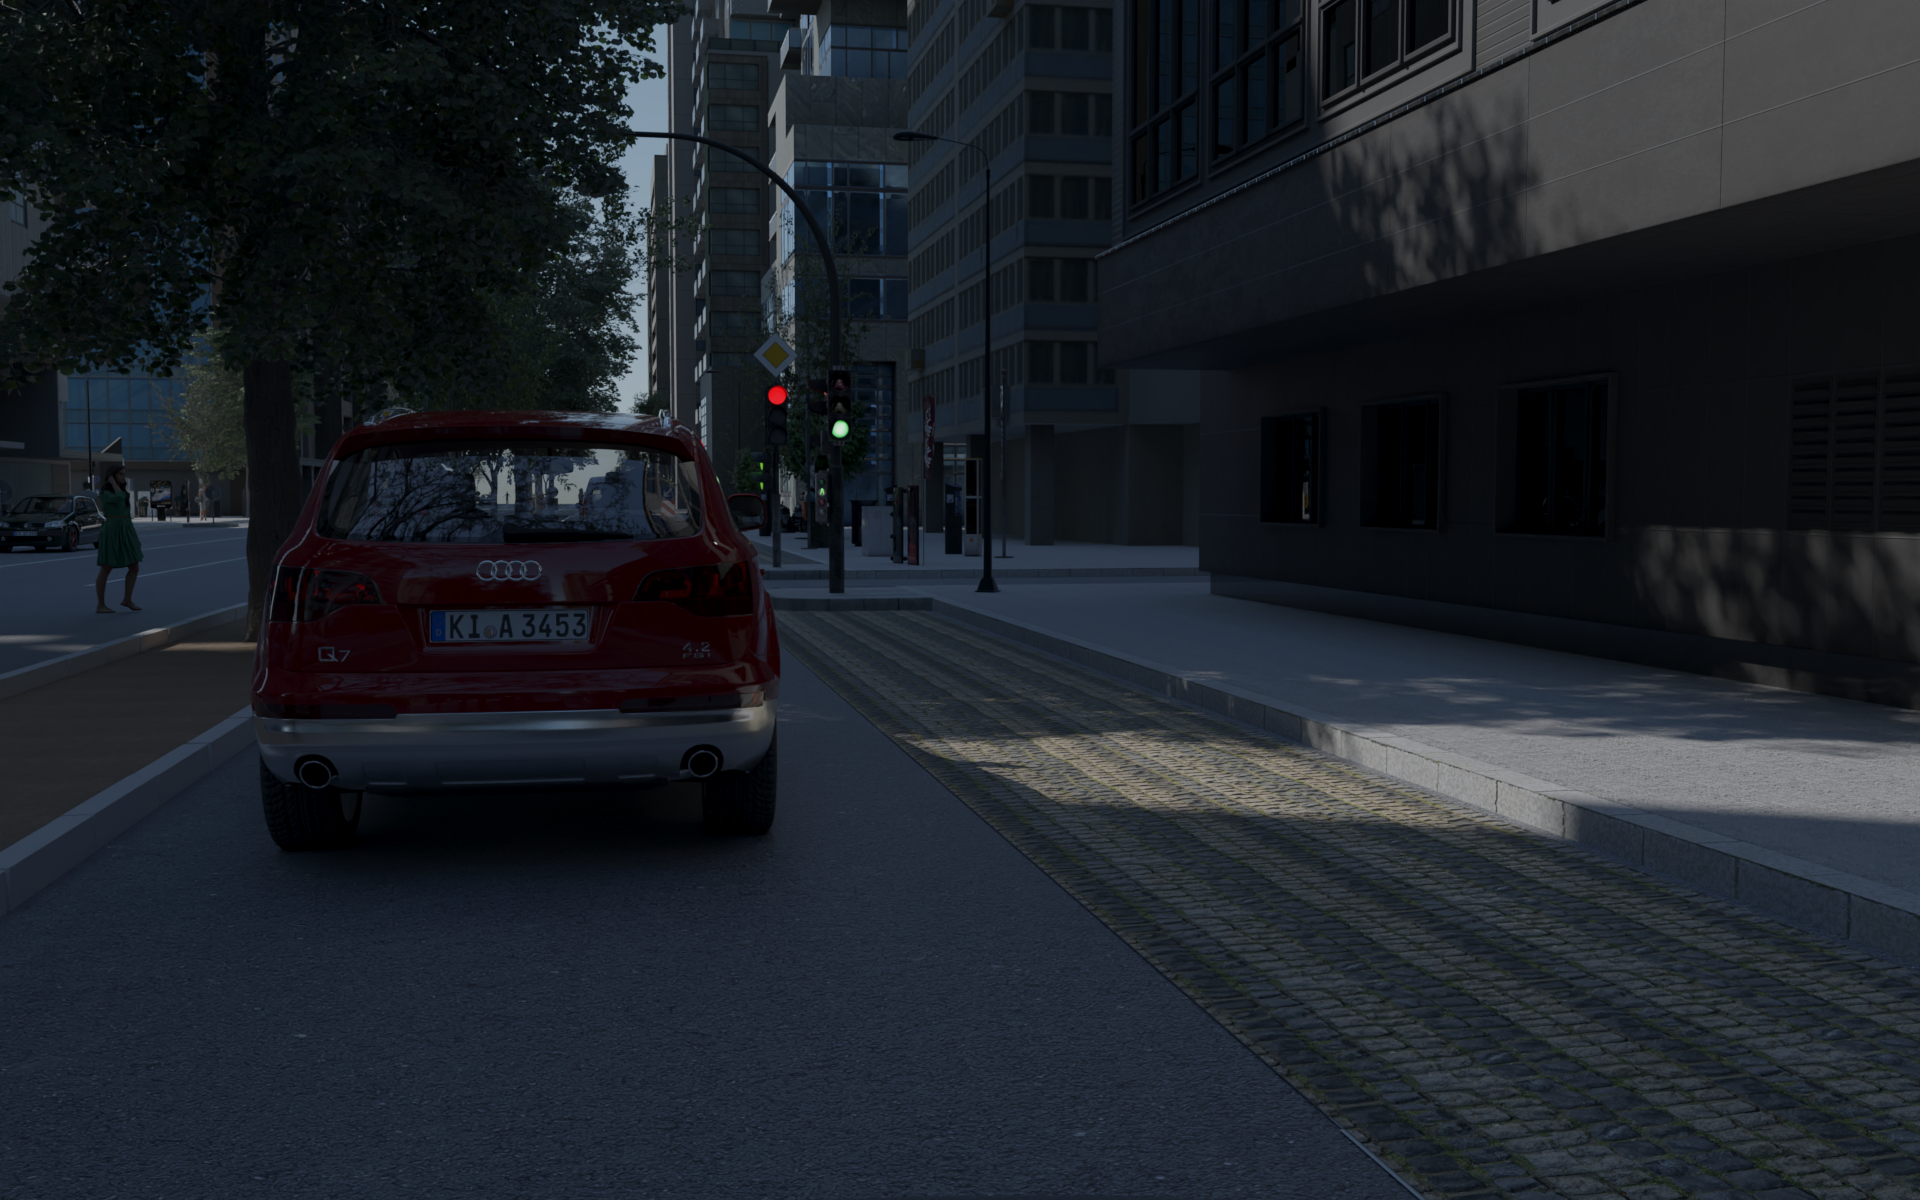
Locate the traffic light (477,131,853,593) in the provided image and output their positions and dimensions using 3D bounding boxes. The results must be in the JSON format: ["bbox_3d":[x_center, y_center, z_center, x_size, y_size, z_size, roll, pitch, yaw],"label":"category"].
[{"bbox_3d":[-3.662,-2.884,21.822,4.771,5.953,1.251,-1,4,-11],"label":"traffic light"}]

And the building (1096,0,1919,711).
[{"bbox_3d":[10.804,-13.294,10.866,14.314,27.812,24.014,-1,4,-11],"label":"building"}]

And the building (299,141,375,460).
[{"bbox_3d":[-55.956,-22.501,139.591,14.160,30.474,14.107,-1,4,-11],"label":"building"}]

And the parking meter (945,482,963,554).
[{"bbox_3d":[-0.136,-1.747,36.968,0.372,1.533,0.369,0,3,0],"label":"parking meter"}]

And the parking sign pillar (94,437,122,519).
[{"bbox_3d":[-40.062,-5.688,81.477,1.447,3.967,1.447,1,4,21],"label":"parking sign pillar"}]

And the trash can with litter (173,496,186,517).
[{"bbox_3d":[-44.085,-5.289,97.855,0.624,1.170,1.055,-1,4,-16],"label":"trash can with litter"}]

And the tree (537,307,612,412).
[{"bbox_3d":[-23.269,-10.902,98.829,7.486,12.596,7.792,0,3,0],"label":"tree"}]

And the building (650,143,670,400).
[{"bbox_3d":[-31.095,-37.513,237.032,21.300,48.544,21.600,-1,4,-11],"label":"building"}]

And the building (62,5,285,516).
[{"bbox_3d":[-49.331,-27.812,104.833,14.600,45.320,14.200,-1,4,-11],"label":"building"}]

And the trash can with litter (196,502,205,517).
[{"bbox_3d":[-41.727,-5.177,96.037,0.624,1.170,1.055,3,4,37],"label":"trash can with litter"}]

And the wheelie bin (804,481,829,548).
[{"bbox_3d":[-3.307,-2.046,41.355,0.693,1.594,0.980,3,4,36],"label":"wheelie bin"}]

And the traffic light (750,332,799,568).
[{"bbox_3d":[-3.225,-2.525,30.203,0.839,4.253,0.868,-1,4,-11],"label":"traffic light"}]

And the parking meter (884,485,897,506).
[{"bbox_3d":[-1.893,-2.377,47.268,0.372,1.533,0.369,0,3,0],"label":"parking meter"}]

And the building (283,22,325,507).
[{"bbox_3d":[-55.714,-41.735,120.613,20.563,71.187,20.611,-1,4,-11],"label":"building"}]

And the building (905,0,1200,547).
[{"bbox_3d":[11.574,-21.882,49.651,23.993,40.220,32.217,-1,4,-11],"label":"building"}]

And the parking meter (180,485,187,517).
[{"bbox_3d":[-44.249,-5.696,98.841,0.399,1.863,0.255,-2,4,-31],"label":"parking meter"}]

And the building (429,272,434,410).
[{"bbox_3d":[-71.658,-27.087,214.576,14.160,30.474,14.107,-1,4,-11],"label":"building"}]

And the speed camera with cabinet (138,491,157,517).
[{"bbox_3d":[-45.792,-6.251,96.547,2.038,3.252,0.660,0,4,-7],"label":"speed camera with cabinet"}]

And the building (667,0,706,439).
[{"bbox_3d":[-17.194,-38.123,165.303,21.231,58.520,28.212,-1,4,-11],"label":"building"}]

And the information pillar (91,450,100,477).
[{"bbox_3d":[-46.260,-6.203,92.773,0.183,3.616,0.504,2,4,34],"label":"information pillar"}]

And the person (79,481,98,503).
[{"bbox_3d":[-24.913,-2.495,49.476,0.466,1.800,0.511,2,4,34],"label":"person"}]

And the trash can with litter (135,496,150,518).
[{"bbox_3d":[-44.308,-5.019,93.451,0.624,1.170,1.055,2,4,34],"label":"trash can with litter"}]

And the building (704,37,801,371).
[{"bbox_3d":[-9.911,-20.986,114.815,14.160,30.474,14.107,-1,4,-11],"label":"building"}]

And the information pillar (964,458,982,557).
[{"bbox_3d":[0.270,-1.901,35.577,0.304,2.012,0.304,1,4,14],"label":"information pillar"}]

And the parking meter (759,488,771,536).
[{"bbox_3d":[-5.917,-2.700,52.553,0.372,1.533,0.369,0,3,0],"label":"parking meter"}]

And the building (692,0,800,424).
[{"bbox_3d":[-9.514,-31.661,137.273,23.786,49.044,30.456,-1,4,-11],"label":"building"}]

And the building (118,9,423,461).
[{"bbox_3d":[-74.316,-36.863,191.952,28.713,52.752,27.495,-1,4,-11],"label":"building"}]

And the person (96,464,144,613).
[{"bbox_3d":[-10.181,-0.744,20.913,0.529,1.795,0.600,0,4,1],"label":"person"}]

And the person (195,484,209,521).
[{"bbox_3d":[-36.485,-4.713,83.452,0.716,1.782,0.532,-2,4,-28],"label":"person"}]

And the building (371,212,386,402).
[{"bbox_3d":[-59.270,-23.365,153.722,14.160,30.474,14.107,-1,4,-11],"label":"building"}]

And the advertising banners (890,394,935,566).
[{"bbox_3d":[-0.854,-2.144,31.250,0.090,3.025,2.074,-1,4,-23],"label":"advertising banners"}]

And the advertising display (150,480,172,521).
[{"bbox_3d":[-37.857,-4.701,82.079,0.974,1.923,0.123,0,4,-4],"label":"advertising display"}]

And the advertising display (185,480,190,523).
[{"bbox_3d":[-34.869,-4.464,78.206,0.123,1.923,0.974,-1,4,-20],"label":"advertising display"}]

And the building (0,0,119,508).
[{"bbox_3d":[-49.032,-28.949,62.551,28.713,52.752,27.495,-1,4,-11],"label":"building"}]

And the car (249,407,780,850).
[{"bbox_3d":[-2.060,0.001,8.650,2.281,1.827,5.304,-1,4,-10],"label":"car"}]

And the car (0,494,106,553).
[{"bbox_3d":[-22.896,-2.074,43.695,2.009,1.686,4.222,-1,4,-11],"label":"car"}]

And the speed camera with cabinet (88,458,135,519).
[{"bbox_3d":[-43.363,-5.758,88.487,0.660,3.252,2.038,3,5,43],"label":"speed camera with cabinet"}]

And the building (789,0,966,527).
[{"bbox_3d":[-0.526,-47.052,81.969,22.319,86.520,31.000,-1,4,-11],"label":"building"}]

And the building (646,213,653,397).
[{"bbox_3d":[-38.894,-34.950,255.027,14.154,41.232,14.086,-1,4,-11],"label":"building"}]
